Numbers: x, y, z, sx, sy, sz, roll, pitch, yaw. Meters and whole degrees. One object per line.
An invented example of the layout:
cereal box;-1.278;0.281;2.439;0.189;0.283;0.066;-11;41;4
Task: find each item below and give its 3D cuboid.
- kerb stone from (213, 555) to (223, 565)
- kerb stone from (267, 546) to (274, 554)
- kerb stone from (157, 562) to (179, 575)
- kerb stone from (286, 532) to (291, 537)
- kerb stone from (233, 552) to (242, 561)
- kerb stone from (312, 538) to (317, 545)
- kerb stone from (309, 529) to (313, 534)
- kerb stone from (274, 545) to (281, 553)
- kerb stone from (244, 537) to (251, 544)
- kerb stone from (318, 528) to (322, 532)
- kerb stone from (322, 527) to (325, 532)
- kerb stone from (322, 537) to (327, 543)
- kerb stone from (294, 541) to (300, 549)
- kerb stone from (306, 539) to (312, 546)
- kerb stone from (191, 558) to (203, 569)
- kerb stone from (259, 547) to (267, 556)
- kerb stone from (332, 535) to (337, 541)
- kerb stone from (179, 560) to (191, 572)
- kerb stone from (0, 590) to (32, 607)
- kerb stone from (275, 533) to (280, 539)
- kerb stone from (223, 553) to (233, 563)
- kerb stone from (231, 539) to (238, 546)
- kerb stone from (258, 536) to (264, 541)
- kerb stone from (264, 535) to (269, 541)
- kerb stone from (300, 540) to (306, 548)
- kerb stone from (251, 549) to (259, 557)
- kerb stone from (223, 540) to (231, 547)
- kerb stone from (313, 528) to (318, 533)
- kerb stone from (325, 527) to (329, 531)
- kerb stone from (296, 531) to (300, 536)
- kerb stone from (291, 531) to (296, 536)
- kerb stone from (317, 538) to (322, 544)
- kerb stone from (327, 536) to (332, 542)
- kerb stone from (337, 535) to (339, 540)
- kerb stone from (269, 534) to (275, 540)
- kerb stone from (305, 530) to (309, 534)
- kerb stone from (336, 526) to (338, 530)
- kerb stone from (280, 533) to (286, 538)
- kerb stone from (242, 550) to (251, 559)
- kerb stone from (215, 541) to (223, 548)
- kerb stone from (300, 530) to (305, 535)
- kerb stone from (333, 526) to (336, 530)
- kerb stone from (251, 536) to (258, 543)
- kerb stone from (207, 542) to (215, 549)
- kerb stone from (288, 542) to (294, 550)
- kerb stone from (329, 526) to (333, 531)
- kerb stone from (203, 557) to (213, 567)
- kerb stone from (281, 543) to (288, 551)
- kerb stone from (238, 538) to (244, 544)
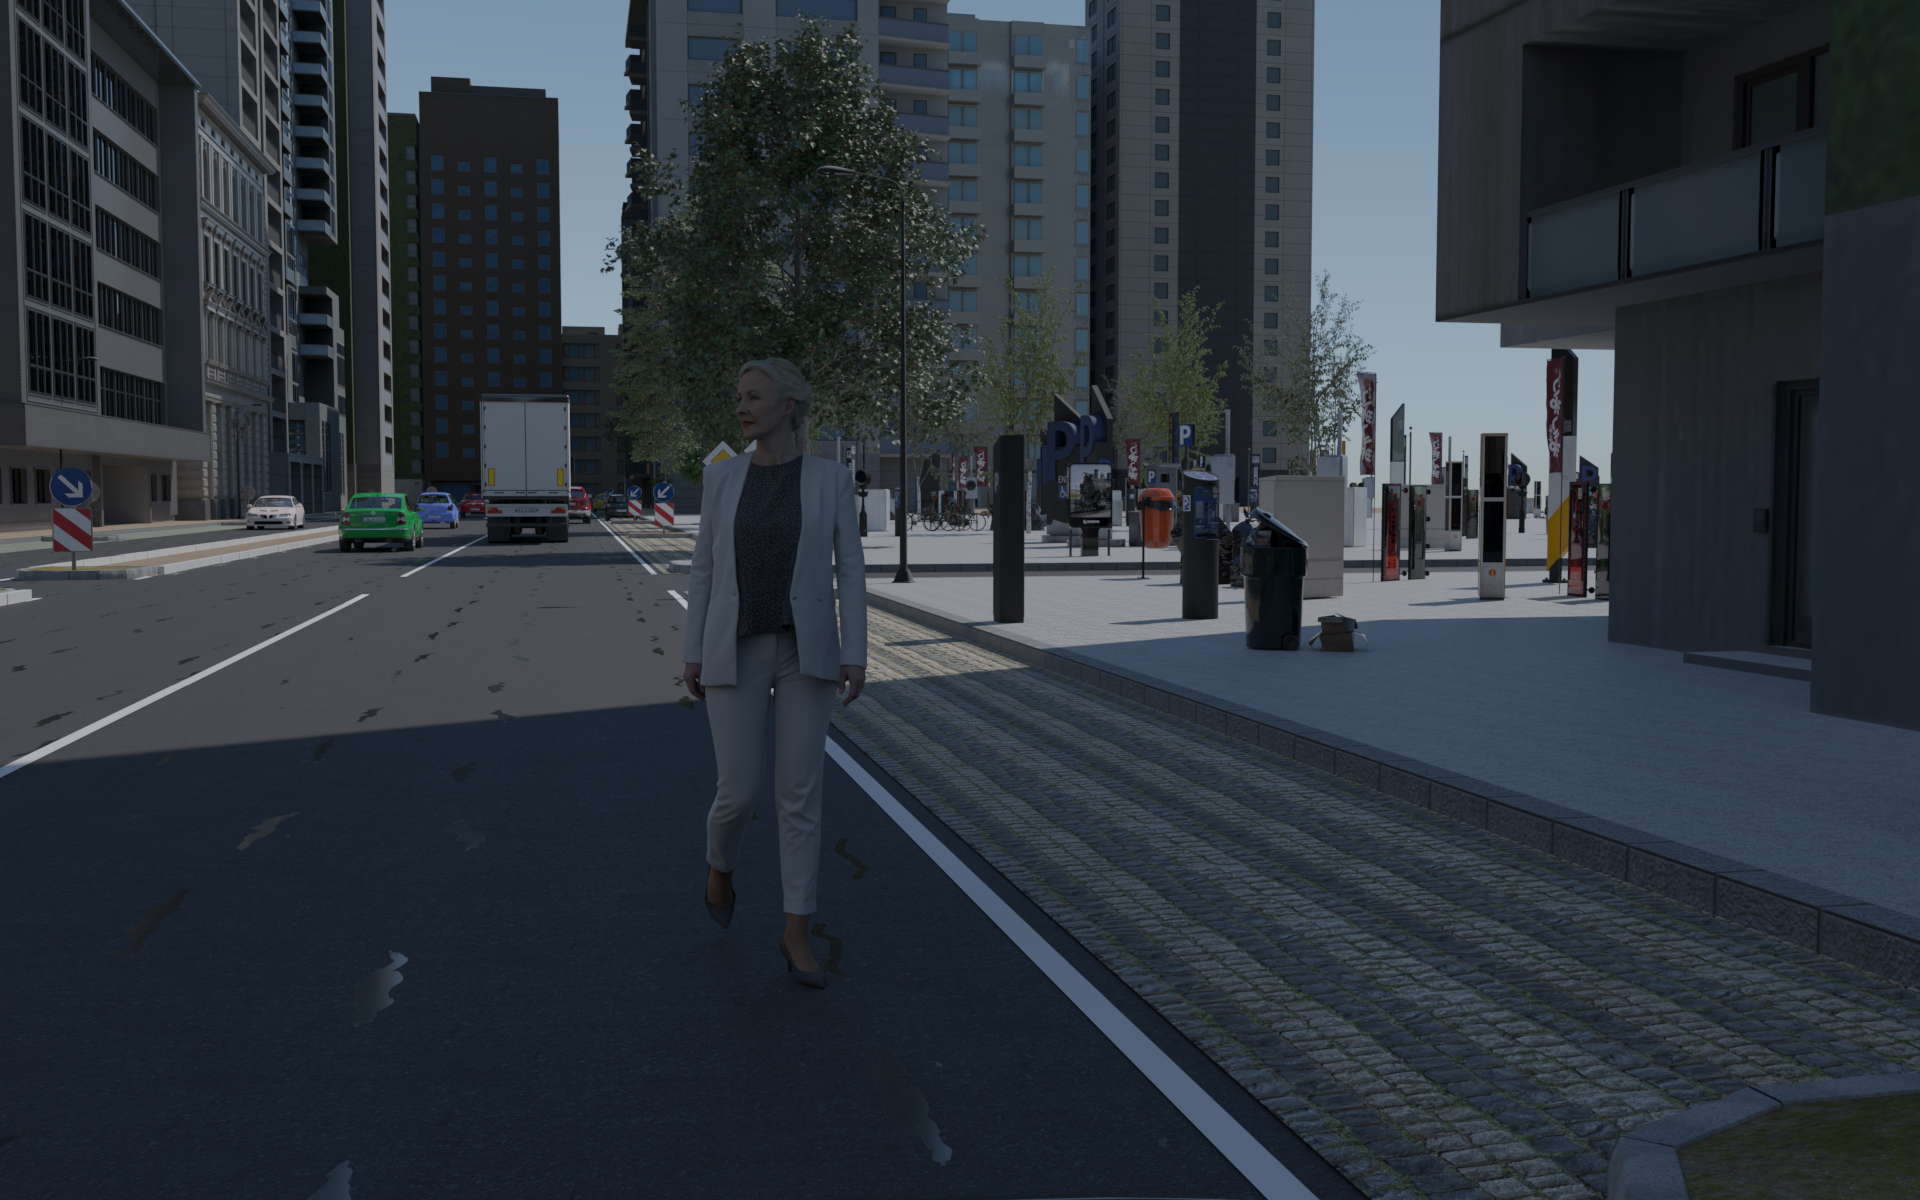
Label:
kerb stone;-15.237;-0.799;35.300;0.120;0.150;1.000;-1;4;-13
kerb stone;-16.578;-1.170;41.322;0.120;0.150;1.000;-1;4;-13
kerb stone;-14.329;-0.557;31.297;0.120;0.150;1.000;-1;4;-13
kerb stone;-22.218;-2.123;56.902;0.120;0.150;1.000;-1;4;-13
kerb stone;-15.688;-0.924;37.304;0.120;0.150;1.000;-1;4;-13
kerb stone;-18.149;-1.599;48.341;0.120;0.150;1.000;-1;4;-13
kerb stone;-23.343;-2.422;61.904;0.120;0.150;1.000;-1;4;-13
kerb stone;-16.805;-1.229;42.325;0.120;0.150;1.000;-1;4;-13
kerb stone;-20.651;-1.690;49.901;0.120;0.150;1.000;-1;4;-13
kerb stone;-23.785;-2.544;63.913;0.120;0.150;1.000;-1;4;-13
kerb stone;-24.018;-2.610;64.910;0.120;0.150;1.000;-1;4;-13
kerb stone;-18.597;-1.722;50.348;0.120;0.150;1.000;-1;4;-13
kerb stone;-17.479;-1.415;45.328;0.120;0.150;1.000;-1;4;-13
kerb stone;-17.925;-1.538;47.335;0.120;0.150;1.000;-1;4;-13
kerb stone;-14.786;-0.680;33.306;0.120;0.150;1.000;-1;4;-13
kerb stone;-16.351;-1.108;40.308;0.120;0.150;1.000;-1;4;-13
kerb stone;-19.051;-1.845;52.353;0.120;0.150;1.000;-1;4;-13
kerb stone;-14.559;-0.618;32.306;0.120;0.150;1.000;-1;4;-13
kerb stone;-12.423;-0.033;22.772;0.120;0.150;1.000;-1;4;-13
kerb stone;-21.775;-2.001;54.906;0.120;0.150;1.000;-1;4;-13
kerb stone;-15.451;-0.862;36.300;0.120;0.150;1.000;-1;4;-13
kerb stone;-20.197;-1.566;47.894;0.120;0.150;1.000;-1;4;-13
kerb stone;-21.096;-1.817;51.897;0.120;0.150;1.000;-1;4;-13
kerb stone;-21.320;-1.878;52.895;0.120;0.150;1.000;-1;4;-13
kerb stone;-17.699;-1.476;46.326;0.120;0.150;1.000;-1;4;-13
kerb stone;-16.122;-1.047;39.311;0.120;0.150;1.000;-1;4;-13
kerb stone;-19.975;-1.510;46.887;0.120;0.150;1.000;-1;4;-13
kerb stone;-23.561;-2.490;62.915;0.120;0.150;1.000;-1;4;-13
kerb stone;-24.237;-2.674;65.913;0.120;0.150;1.000;-1;4;-13
kerb stone;-22.667;-2.244;58.901;0.120;0.150;1.000;-1;4;-13
kerb stone;-22.443;-2.184;57.903;0.120;0.150;1.000;-1;4;-13
kerb stone;-18.371;-1.660;49.342;0.120;0.150;1.000;-1;4;-13
kerb stone;-18.826;-1.776;51.356;0.120;0.150;1.000;-1;4;-13
kerb stone;-19.267;-1.905;53.355;0.120;0.150;1.000;-1;4;-13
kerb stone;-21.541;-1.933;53.894;0.120;0.150;1.000;-1;4;-13
kerb stone;-23.110;-2.360;60.907;0.120;0.150;1.000;-1;4;-13
kerb stone;-24.897;-2.857;68.911;0.120;0.150;1.000;-1;4;-13
kerb stone;-21.989;-2.062;55.905;0.120;0.150;1.000;-1;4;-13
kerb stone;-15.904;-0.983;38.313;0.120;0.150;1.000;-1;4;-13
kerb stone;-19.750;-1.449;45.890;0.120;0.150;1.000;-1;4;-13
kerb stone;-22.884;-2.305;59.901;0.120;0.150;1.000;-1;4;-13
kerb stone;-24.688;-2.796;67.910;0.120;0.150;1.000;-1;4;-13
kerb stone;-20.869;-1.756;50.899;0.120;0.150;1.000;-1;4;-13
kerb stone;-19.526;-1.387;44.878;0.120;0.150;1.000;-1;4;-13
kerb stone;-17.253;-1.353;44.320;0.120;0.150;1.000;-1;4;-13
kerb stone;-24.457;-2.731;66.914;0.120;0.150;1.000;-1;4;-13
kerb stone;-15.011;-0.736;34.303;0.120;0.150;1.000;-1;4;-13
kerb stone;-17.020;-1.292;43.325;0.120;0.150;1.000;-1;4;-13
kerb stone;-20.435;-1.633;48.901;0.120;0.150;1.000;-1;4;-13
